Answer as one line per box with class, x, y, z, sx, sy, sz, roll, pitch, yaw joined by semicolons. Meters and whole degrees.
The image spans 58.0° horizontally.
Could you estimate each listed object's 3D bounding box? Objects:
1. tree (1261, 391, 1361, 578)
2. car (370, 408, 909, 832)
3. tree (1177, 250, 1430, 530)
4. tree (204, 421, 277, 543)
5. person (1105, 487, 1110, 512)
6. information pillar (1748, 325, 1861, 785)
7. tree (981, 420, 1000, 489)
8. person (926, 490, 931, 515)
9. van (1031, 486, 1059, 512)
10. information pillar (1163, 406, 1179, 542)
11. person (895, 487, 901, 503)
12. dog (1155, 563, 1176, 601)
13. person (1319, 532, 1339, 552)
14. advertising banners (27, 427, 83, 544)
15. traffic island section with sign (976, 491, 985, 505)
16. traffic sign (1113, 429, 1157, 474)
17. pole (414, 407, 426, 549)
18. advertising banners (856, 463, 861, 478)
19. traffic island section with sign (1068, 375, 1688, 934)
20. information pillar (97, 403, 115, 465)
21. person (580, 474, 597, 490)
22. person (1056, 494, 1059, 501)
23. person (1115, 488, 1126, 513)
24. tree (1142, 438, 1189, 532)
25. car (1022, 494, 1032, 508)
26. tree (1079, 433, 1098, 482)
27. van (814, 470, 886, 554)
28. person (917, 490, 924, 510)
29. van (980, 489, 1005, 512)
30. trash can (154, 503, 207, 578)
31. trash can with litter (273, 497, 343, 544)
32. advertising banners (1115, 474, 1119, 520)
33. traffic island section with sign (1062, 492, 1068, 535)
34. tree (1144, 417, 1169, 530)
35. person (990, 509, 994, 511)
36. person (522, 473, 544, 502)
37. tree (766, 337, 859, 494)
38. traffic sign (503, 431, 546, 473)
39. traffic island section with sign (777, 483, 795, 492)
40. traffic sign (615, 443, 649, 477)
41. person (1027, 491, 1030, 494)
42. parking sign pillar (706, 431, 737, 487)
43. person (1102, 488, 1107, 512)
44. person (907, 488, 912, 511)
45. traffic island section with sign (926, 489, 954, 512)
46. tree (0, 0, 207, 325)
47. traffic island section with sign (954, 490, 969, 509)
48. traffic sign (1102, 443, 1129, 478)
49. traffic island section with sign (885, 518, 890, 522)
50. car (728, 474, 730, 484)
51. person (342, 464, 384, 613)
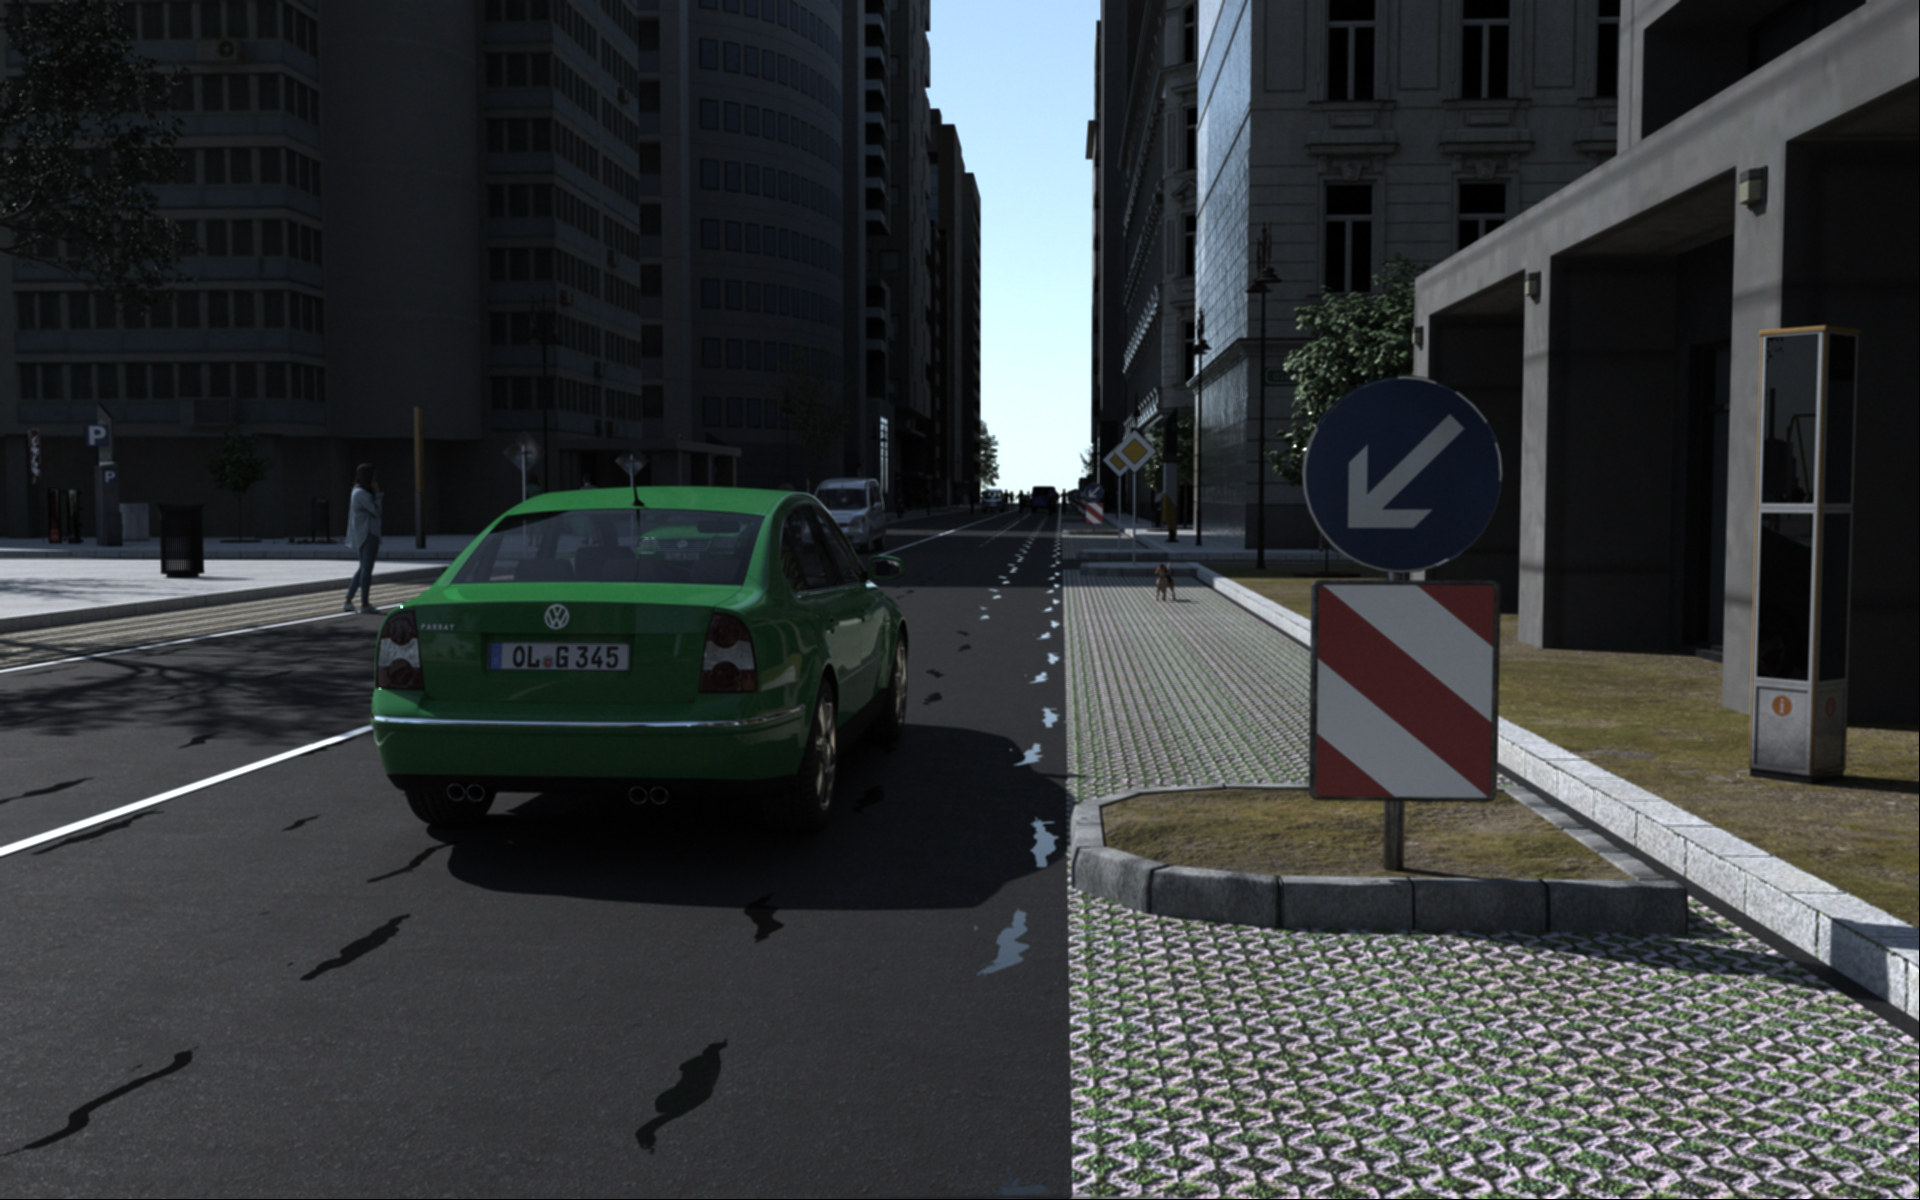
tree;5.767;-1.986;27.067;1.663;3.219;1.824;0;3;0
car;-1.327;0.001;8.779;1.959;1.807;4.718;0;4;5
tree;6.021;-2.436;23.542;4.285;4.588;4.351;0;3;0
tree;-19.306;-3.148;46.077;1.663;3.219;1.824;0;3;0
person;10.280;-7.085;122.327;0.568;1.767;0.683;1;4;12
information pillar;3.788;-0.201;7.782;0.304;2.012;0.304;-3;4;-36
tree;2.504;-21.161;264.110;7.486;12.596;7.792;0;3;0
person;-2.027;-6.565;116.558;0.721;1.735;1.217;0;4;0
van;6.728;-8.184;138.186;2.240;2.365;5.245;0;4;5
information pillar;5.611;-3.352;46.155;0.504;3.616;0.183;-3;5;-43
person;-4.378;-7.083;122.405;0.434;1.755;0.990;1;4;16
dog;2.749;-0.239;23.190;0.406;0.507;0.540;-1;4;-19
person;8.193;-1.973;38.331;0.581;1.822;0.654;-1;4;-11
advertising banners;-23.478;-2.979;44.897;2.074;3.025;0.090;2;4;28
traffic island section with sign;3.094;-13.040;221.824;1.989;1.847;2.006;0;4;3
traffic sign;3.159;-1.772;31.162;0.795;2.593;0.064;0;4;3
pole;-12.637;-2.854;40.501;0.158;3.312;0.155;0;3;0
advertising banners;-6.053;-6.126;96.355;0.090;3.025;2.074;2;4;30
traffic island section with sign;1.423;0.124;6.598;1.989;1.847;2.006;0;4;3
information pillar;-21.875;-3.245;44.405;0.504;3.616;0.183;1;4;21
person;-9.381;-2.289;43.746;0.850;1.792;0.678;3;5;39
person;10.068;-10.739;184.633;0.990;1.755;0.434;1;4;21
person;10.733;-6.682;116.124;1.217;1.723;0.721;3;5;42
tree;7.062;-3.970;59.518;1.663;3.219;1.824;0;3;0
car;6.538;-9.445;164.208;2.009;1.686;4.222;0;4;3
tree;15.903;-15.098;197.212;4.737;8.622;4.395;0;3;0
van;-2.864;-2.206;43.082;2.013;2.044;4.112;0;4;5
person;-3.267;-8.255;142.483;0.593;1.643;0.415;-1;4;-10
van;2.623;-7.941;136.845;2.013;2.044;4.112;0;4;5
trash can;-12.005;-0.921;26.716;0.748;1.137;0.748;0;3;0
trash can with litter;-16.791;-2.069;44.890;2.233;1.210;1.678;2;4;25
advertising banners;7.953;-5.590;87.590;0.090;3.025;2.074;0;4;1
traffic island section with sign;4.593;-3.195;60.864;1.989;1.847;2.006;0;4;3
tree;8.098;-4.840;62.848;4.285;4.588;4.351;0;3;0
person;2.707;-8.456;146.855;0.705;1.812;1.348;-1;4;-19
person;-10.290;-2.169;41.761;0.600;1.795;0.529;-1;4;-23
tree;-6.987;-8.069;82.283;4.737;8.622;4.395;0;3;0
traffic sign;-8.015;-1.813;31.835;0.795;2.593;0.064;0;4;3
traffic island section with sign;-6.265;-3.278;62.221;1.989;1.847;2.006;0;4;3
traffic sign;-7.548;-2.301;39.806;0.795;2.593;0.064;0;4;3
person;7.450;-10.914;187.673;1.217;1.736;0.721;-1;4;-11
parking sign pillar;-10.196;-5.230;73.986;1.447;3.967;1.447;0;4;-5
person;10.143;-7.011;121.590;0.530;1.710;0.541;2;4;30
person;-3.815;-7.741;133.436;0.721;1.723;1.217;0;4;6
traffic island section with sign;-1.721;-8.021;139.765;1.989;1.847;2.006;0;4;3
tree;-11.565;-5.108;17.930;7.601;10.594;8.767;-1;4;-12
traffic island section with sign;-0.155;-9.667;166.675;1.989;1.847;2.006;0;4;3
traffic sign;3.626;-2.260;39.133;0.795;2.593;0.064;0;4;3
traffic island section with sign;-4.653;-4.955;89.650;1.989;1.847;2.006;0;4;3
car;-4.112;-1.231;28.921;1.959;1.807;4.718;0;4;4
person;-7.189;-0.738;20.839;0.793;1.790;0.793;2;4;25
